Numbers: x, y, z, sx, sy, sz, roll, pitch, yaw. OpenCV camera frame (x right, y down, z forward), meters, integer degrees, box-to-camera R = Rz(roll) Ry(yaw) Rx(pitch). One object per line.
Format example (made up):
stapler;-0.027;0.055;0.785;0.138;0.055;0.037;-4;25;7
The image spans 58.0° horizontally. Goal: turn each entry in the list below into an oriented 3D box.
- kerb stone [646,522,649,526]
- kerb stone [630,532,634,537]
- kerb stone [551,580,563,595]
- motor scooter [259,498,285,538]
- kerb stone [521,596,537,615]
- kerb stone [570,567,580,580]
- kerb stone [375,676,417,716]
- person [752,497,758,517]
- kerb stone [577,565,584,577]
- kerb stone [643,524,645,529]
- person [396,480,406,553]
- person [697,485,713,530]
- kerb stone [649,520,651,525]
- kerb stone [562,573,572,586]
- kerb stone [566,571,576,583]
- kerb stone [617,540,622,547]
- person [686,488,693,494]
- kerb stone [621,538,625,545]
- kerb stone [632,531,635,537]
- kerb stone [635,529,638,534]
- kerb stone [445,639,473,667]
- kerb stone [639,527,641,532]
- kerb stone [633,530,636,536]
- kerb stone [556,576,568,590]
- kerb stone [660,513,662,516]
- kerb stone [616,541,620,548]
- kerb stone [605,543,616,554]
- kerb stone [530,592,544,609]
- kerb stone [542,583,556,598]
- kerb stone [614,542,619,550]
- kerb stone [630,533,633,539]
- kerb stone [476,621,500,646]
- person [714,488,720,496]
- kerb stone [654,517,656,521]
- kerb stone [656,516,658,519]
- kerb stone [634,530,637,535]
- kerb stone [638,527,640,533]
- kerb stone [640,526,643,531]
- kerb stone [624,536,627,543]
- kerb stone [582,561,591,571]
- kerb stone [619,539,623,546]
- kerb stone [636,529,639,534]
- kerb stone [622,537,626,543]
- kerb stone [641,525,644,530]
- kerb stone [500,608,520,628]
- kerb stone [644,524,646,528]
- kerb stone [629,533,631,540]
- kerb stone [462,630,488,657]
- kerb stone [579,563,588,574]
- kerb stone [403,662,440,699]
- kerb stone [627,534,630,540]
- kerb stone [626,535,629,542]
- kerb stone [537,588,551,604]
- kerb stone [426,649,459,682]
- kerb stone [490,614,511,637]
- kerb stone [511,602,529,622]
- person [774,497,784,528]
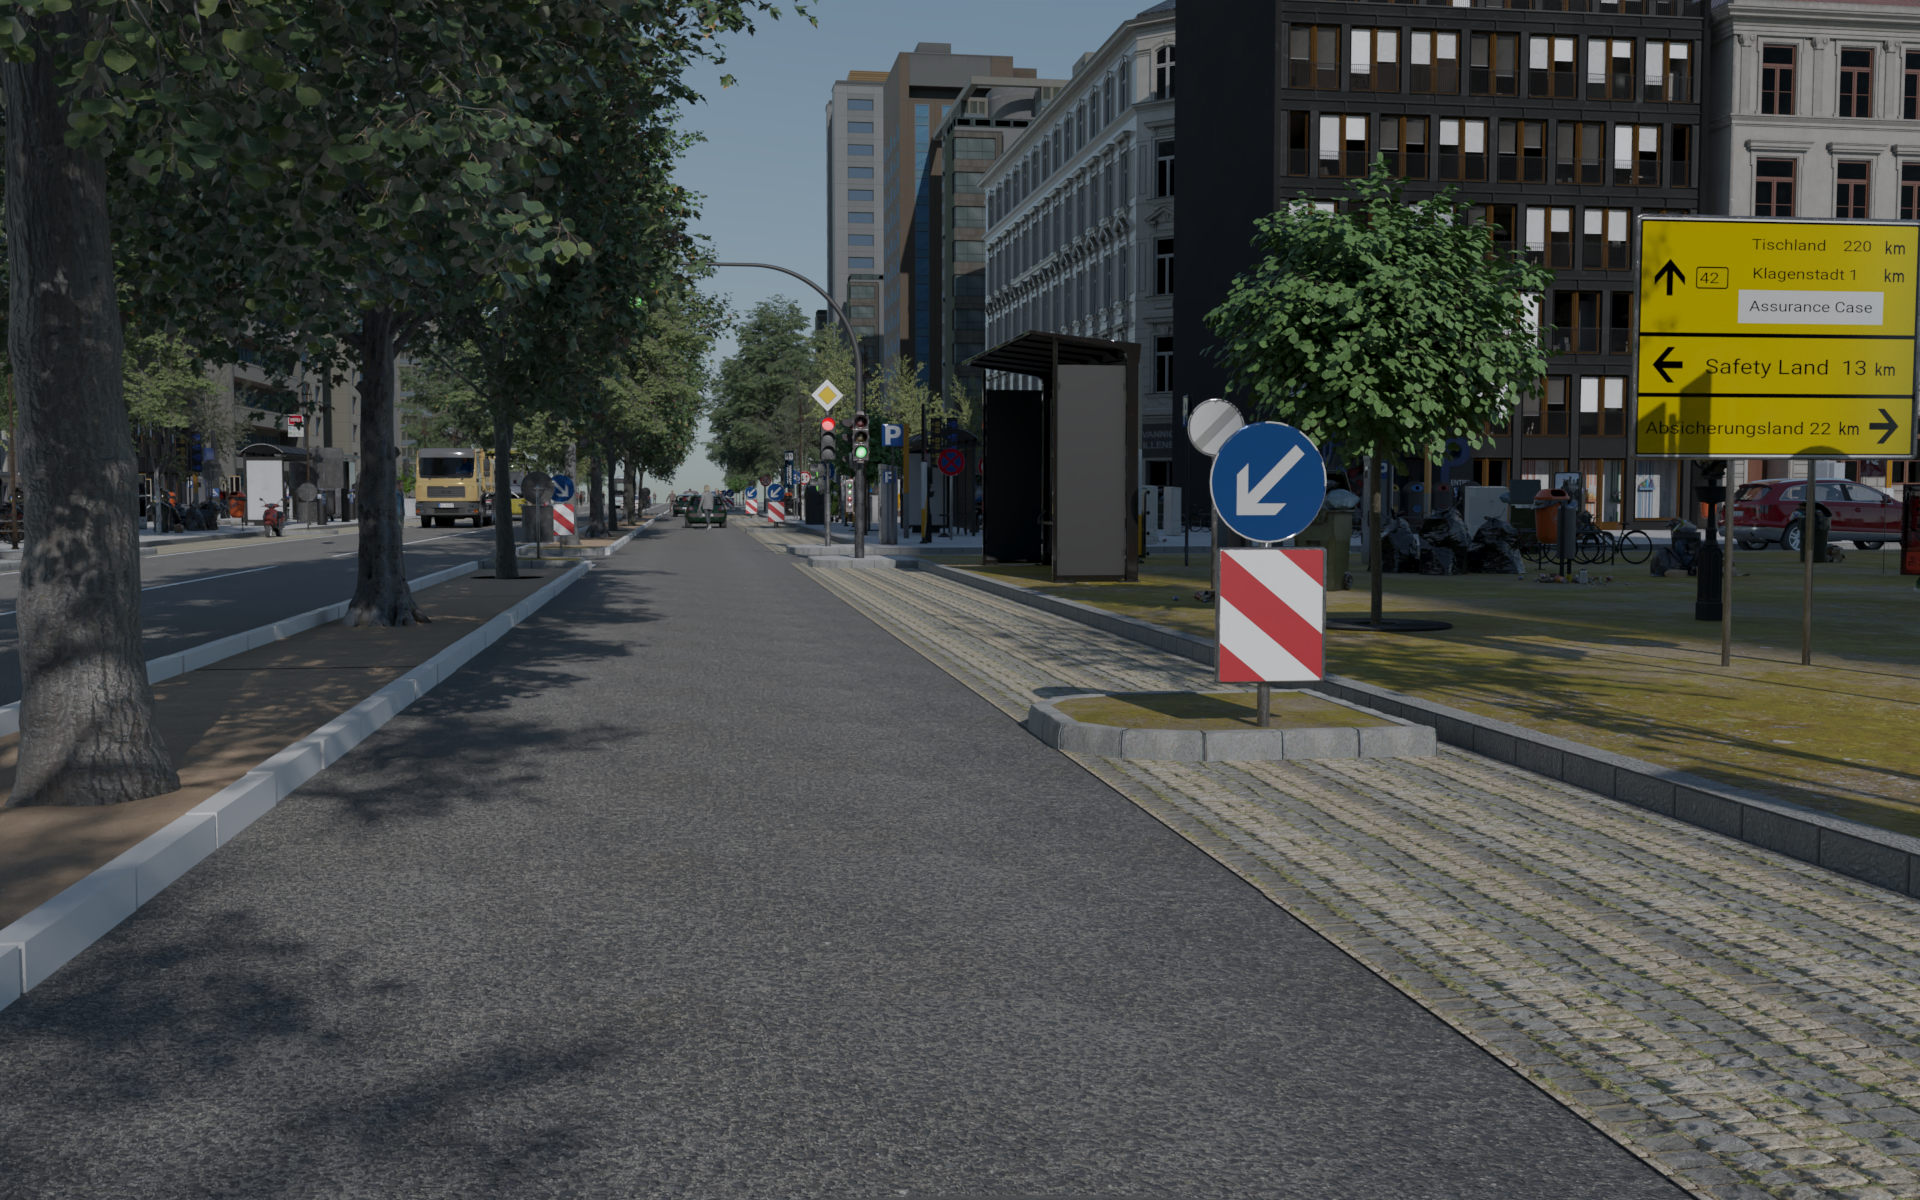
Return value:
kerb stone;-13.280;-3.099;72.895;0.120;0.150;1.000;-1;4;-9
kerb stone;-10.460;-1.983;54.671;0.120;0.150;1.000;-1;4;-9
kerb stone;-5.806;-0.155;24.725;0.120;0.150;1.000;-1;4;-9
motor scooter;-22.674;-2.719;57.228;0.815;1.314;1.986;-1;4;-9
kerb stone;-5.181;0.093;20.675;0.120;0.150;1.000;-1;4;-9
kerb stone;-6.444;-0.402;28.766;0.120;0.150;1.000;-1;4;-9
kerb stone;-3.772;0.654;11.533;0.120;0.150;1.000;-1;4;-9
person;-12.984;-6.124;109.631;0.522;1.701;0.512;-1;4;-12
kerb stone;-6.596;-0.464;29.784;0.120;0.150;1.000;-1;4;-9
kerb stone;-12.500;-2.788;67.839;0.120;0.150;1.000;-1;4;-9
person;-13.692;-2.035;42.115;0.444;1.785;0.601;2;4;24
person;-10.112;-3.682;68.887;0.709;1.800;0.728;-2;4;-33
kerb stone;-13.910;-3.349;76.947;0.120;0.150;1.000;-1;4;-9
kerb stone;-6.126;-0.278;26.746;0.120;0.150;1.000;-1;4;-9
kerb stone;-6.287;-0.332;27.756;0.120;0.150;1.000;-1;4;-9
kerb stone;-9.041;-1.428;45.557;0.120;0.150;1.000;-1;4;-9
person;-17.622;-6.381;113.031;0.606;1.804;0.583;0;4;-8
kerb stone;-9.359;-1.552;47.578;0.120;0.150;1.000;-1;4;-9
kerb stone;-10.614;-2.048;55.681;0.120;0.150;1.000;-1;4;-9
kerb stone;-11.085;-2.233;58.711;0.120;0.150;1.000;-1;4;-9
kerb stone;-4.244;0.466;14.581;0.120;0.150;1.000;-1;4;-9
kerb stone;-11.714;-2.480;62.754;0.120;0.150;1.000;-1;4;-9
kerb stone;-10.771;-2.110;56.691;0.120;0.150;1.000;-1;4;-9
kerb stone;-5.968;-0.217;25.736;0.120;0.150;1.000;-1;4;-9
kerb stone;-17.998;-4.958;103.265;0.120;0.150;1.000;-1;4;-9
kerb stone;-8.889;-1.367;44.546;0.120;0.150;1.000;-1;4;-9
kerb stone;-8.581;-1.243;42.525;0.120;0.150;1.000;-1;4;-9
kerb stone;-5.339;0.031;21.687;0.120;0.150;1.000;-1;4;-9
kerb stone;-5.662;-0.093;23.713;0.120;0.150;1.000;-1;4;-9
kerb stone;-8.727;-1.305;43.537;0.120;0.150;1.000;-1;4;-9
kerb stone;-10.296;-1.920;53.659;0.120;0.150;1.000;-1;4;-9
kerb stone;-4.552;0.341;16.621;0.120;0.150;1.000;-1;4;-9
person;-14.317;-5.677;101.740;0.576;1.772;0.534;0;4;-7
kerb stone;-15.490;-3.967;87.058;0.120;0.150;1.000;-1;4;-9
kerb stone;-16.116;-4.212;91.115;0.120;0.150;1.000;-1;4;-9
kerb stone;-10.933;-2.172;57.700;0.120;0.150;1.000;-1;4;-9
kerb stone;-11.558;-2.419;61.740;0.120;0.150;1.000;-1;4;-9
kerb stone;-12.029;-2.603;64.784;0.120;0.150;1.000;-1;4;-9
kerb stone;-9.680;-1.673;49.602;0.120;0.150;1.000;-1;4;-9
kerb stone;-6.917;-0.584;31.807;0.120;0.150;1.000;-1;4;-9
kerb stone;-9.207;-1.491;46.567;0.120;0.150;1.000;-1;4;-9
kerb stone;-11.237;-2.295;59.721;0.120;0.150;1.000;-1;4;-9
kerb stone;-9.517;-1.615;48.593;0.120;0.150;1.000;-1;4;-9
kerb stone;-12.183;-2.663;65.797;0.120;0.150;1.000;-1;4;-9
kerb stone;-4.881;0.217;18.647;0.120;0.150;1.000;-1;4;-9
kerb stone;-12.652;-2.844;68.850;0.120;0.150;1.000;-1;4;-9
kerb stone;-10.145;-1.861;52.647;0.120;0.150;1.000;-1;4;-9
kerb stone;-4.400;0.406;15.601;0.120;0.150;1.000;-1;4;-9
kerb stone;-6.749;-0.526;30.799;0.120;0.150;1.000;-1;4;-9
kerb stone;-3.925;0.590;12.551;0.120;0.150;1.000;-1;4;-9
kerb stone;-9.991;-1.801;51.635;0.120;0.150;1.000;-1;4;-9
kerb stone;-9.825;-1.737;50.617;0.120;0.150;1.000;-1;4;-9
kerb stone;-5.500;-0.024;22.699;0.120;0.150;1.000;-1;4;-9
kerb stone;-4.076;0.528;13.567;0.120;0.150;1.000;-1;4;-9
kerb stone;-4.713;0.279;17.635;0.120;0.150;1.000;-1;4;-9
kerb stone;-5.028;0.159;19.662;0.120;0.150;1.000;-1;4;-9
person;-7.684;-3.965;73.514;0.466;1.800;0.511;0;4;2
